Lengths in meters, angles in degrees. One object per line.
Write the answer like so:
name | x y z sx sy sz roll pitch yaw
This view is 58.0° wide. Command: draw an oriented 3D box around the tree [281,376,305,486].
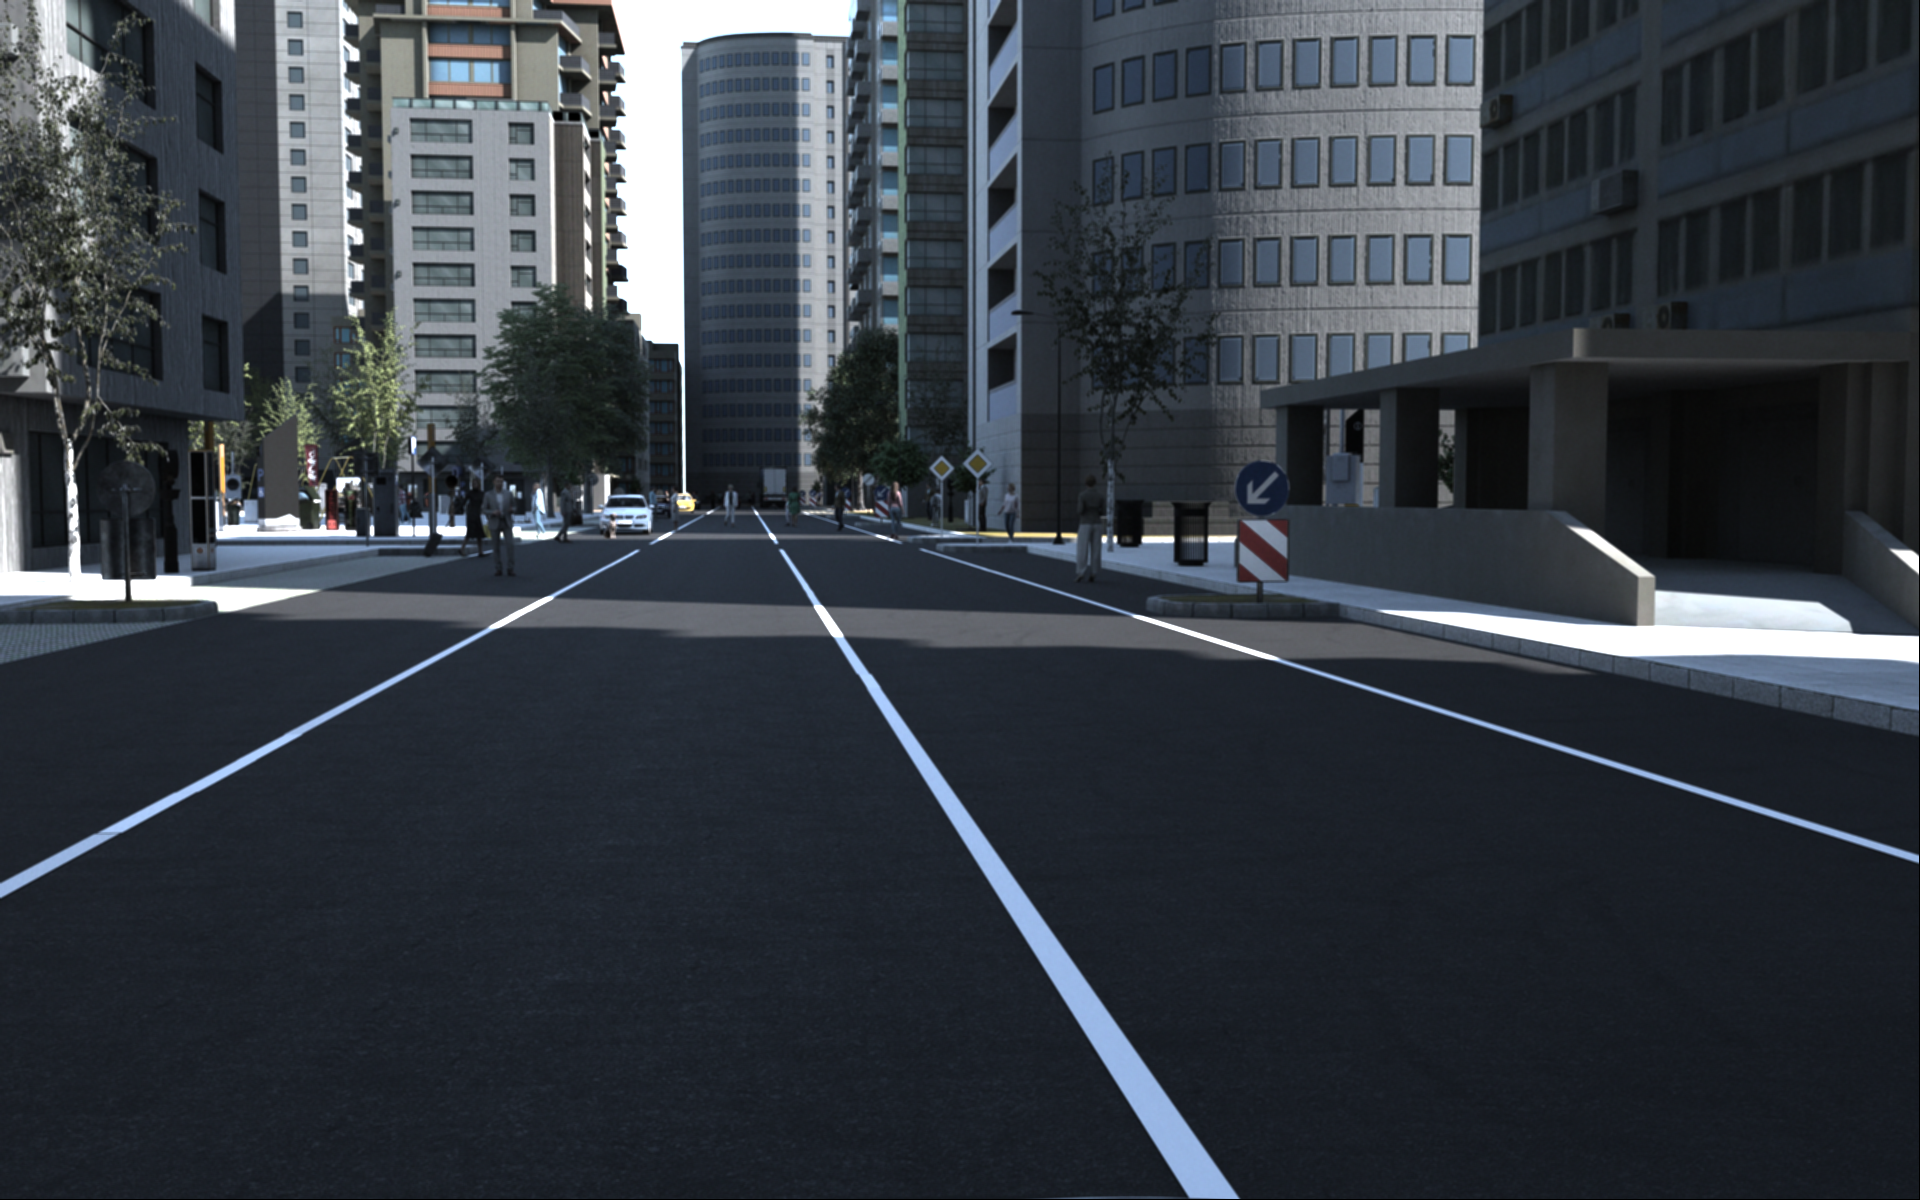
tree | -41.441 -9.636 107.906 4.737 8.622 4.395 0 3 0

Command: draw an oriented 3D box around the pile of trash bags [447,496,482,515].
pile of trash bags | -31.248 -5.938 106.836 3.447 1.369 1.912 -1 4 -15

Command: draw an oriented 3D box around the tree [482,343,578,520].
tree | -20.345 -8.176 84.039 4.360 8.622 3.978 0 3 0

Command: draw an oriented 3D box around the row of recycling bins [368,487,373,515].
row of recycling bins | -35.972 -5.982 104.923 1.069 1.692 3.534 2 4 30

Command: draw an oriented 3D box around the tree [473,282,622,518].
tree | -21.961 -10.669 92.565 7.486 12.596 7.792 0 3 0

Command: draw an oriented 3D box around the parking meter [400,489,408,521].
parking meter | -26.228 -4.479 81.645 0.372 1.533 0.369 0 3 0

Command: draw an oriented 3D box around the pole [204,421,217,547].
pole | -18.083 -2.931 41.762 0.158 3.312 0.155 0 3 0

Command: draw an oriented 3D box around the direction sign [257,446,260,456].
direction sign | -33.082 -5.546 82.674 0.876 3.537 0.379 -3 4 -39

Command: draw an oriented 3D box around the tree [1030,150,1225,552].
tree | 3.562 -5.375 38.248 4.360 8.622 3.978 0 3 0

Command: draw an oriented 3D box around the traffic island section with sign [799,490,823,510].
traffic island section with sign | -13.103 -8.816 152.766 1.989 1.847 2.006 0 4 -7

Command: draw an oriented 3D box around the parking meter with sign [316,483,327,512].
parking meter with sign | -44.642 -7.637 121.125 1.738 3.016 0.543 -3 5 -39

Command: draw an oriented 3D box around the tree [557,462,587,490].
tree | -23.383 -6.694 104.045 1.663 3.219 1.824 0 3 0

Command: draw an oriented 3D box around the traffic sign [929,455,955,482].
traffic sign | -0.524 -3.028 51.706 0.795 2.593 0.064 0 4 -7

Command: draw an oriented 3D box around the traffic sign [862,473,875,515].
traffic sign | -5.601 -6.485 106.138 0.768 2.556 0.104 0 4 -2

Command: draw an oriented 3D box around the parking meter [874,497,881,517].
parking meter | -4.640 -5.438 97.321 0.372 1.533 0.369 0 3 0

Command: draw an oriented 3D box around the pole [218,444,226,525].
pole | -30.246 -4.718 70.990 0.158 3.312 0.155 0 3 0

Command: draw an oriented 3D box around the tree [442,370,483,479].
tree | -28.824 -9.336 103.005 4.360 8.622 3.978 0 3 0

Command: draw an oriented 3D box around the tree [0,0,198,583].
tree | -12.785 -4.536 24.529 4.360 8.622 3.978 0 3 0

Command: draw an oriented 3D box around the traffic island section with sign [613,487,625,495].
traffic island section with sign | -19.952 -5.690 101.651 1.989 1.847 2.006 0 4 -7

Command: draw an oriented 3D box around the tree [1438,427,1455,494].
tree | 12.456 -2.953 42.888 1.663 3.219 1.824 0 3 0

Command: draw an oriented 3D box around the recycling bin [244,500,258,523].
recycling bin | -31.464 -3.965 77.382 0.722 1.027 0.722 1 4 18

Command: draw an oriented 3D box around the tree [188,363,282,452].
tree | -27.910 -6.874 62.757 4.737 8.622 4.395 0 3 0

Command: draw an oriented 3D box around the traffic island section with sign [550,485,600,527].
traffic island section with sign | -16.609 -4.054 74.903 1.989 1.847 2.006 0 4 -7

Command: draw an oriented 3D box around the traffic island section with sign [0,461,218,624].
traffic island section with sign | -9.750 -0.693 19.964 1.989 1.847 2.006 0 4 -7

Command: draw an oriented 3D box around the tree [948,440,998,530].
tree | 0.300 -4.097 61.580 1.663 3.219 1.824 0 3 0

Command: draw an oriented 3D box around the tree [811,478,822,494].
tree | -16.642 -12.757 203.182 1.663 3.219 1.824 0 3 0

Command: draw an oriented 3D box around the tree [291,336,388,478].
tree | -29.261 -8.048 81.945 4.360 8.622 3.978 0 3 0

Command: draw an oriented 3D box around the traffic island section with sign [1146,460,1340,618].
traffic island section with sign | 3.338 -0.759 21.037 1.989 1.847 2.006 0 4 -7

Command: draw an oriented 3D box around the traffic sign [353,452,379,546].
traffic sign | -14.536 -2.465 42.433 0.606 2.300 0.079 0 4 -5

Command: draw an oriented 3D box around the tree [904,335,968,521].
tree | -0.853 -8.008 81.289 4.360 8.622 3.978 0 3 0

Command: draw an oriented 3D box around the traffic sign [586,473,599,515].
traffic sign | -22.527 -6.482 106.091 0.768 2.556 0.104 0 4 -1

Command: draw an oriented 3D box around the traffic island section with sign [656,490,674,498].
traffic island section with sign | -26.122 -8.717 151.156 1.989 1.847 2.006 0 4 -7

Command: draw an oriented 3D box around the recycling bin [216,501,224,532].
recycling bin | -25.486 -2.832 58.857 0.722 1.027 0.722 -1 4 -8

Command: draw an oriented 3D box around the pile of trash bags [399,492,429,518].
pile of trash bags | -30.055 -5.150 93.952 1.912 1.369 3.447 -1 4 -13

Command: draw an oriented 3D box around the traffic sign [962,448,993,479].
traffic sign | 0.466 -2.544 43.782 0.795 2.593 0.064 0 4 -7

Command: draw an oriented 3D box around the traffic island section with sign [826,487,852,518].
traffic island section with sign | -7.040 -5.846 104.206 1.989 1.847 2.006 0 4 -7

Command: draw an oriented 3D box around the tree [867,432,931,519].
tree | -3.144 -6.560 90.971 4.285 4.588 4.351 0 3 0

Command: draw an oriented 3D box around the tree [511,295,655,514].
tree | -24.328 -12.602 112.706 9.857 13.997 8.962 0 3 0

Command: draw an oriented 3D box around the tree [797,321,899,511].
tree | -5.272 -12.103 114.895 9.611 12.733 9.660 0 3 0

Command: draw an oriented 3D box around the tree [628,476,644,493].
tree | -31.797 -10.770 170.692 1.663 3.219 1.824 0 3 0

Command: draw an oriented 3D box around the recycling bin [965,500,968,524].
recycling bin | 0.687 -3.799 74.660 0.722 1.027 0.722 3 4 36

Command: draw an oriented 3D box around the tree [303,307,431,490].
tree | -22.979 -7.219 68.395 4.737 8.622 4.395 0 3 0

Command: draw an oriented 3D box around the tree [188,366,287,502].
tree | -49.495 -11.230 118.020 8.767 10.594 7.601 0 3 0

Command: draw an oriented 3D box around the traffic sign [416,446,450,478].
traffic sign | -12.828 -2.444 42.149 0.795 2.593 0.064 0 4 -7

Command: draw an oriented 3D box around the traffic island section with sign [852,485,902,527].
traffic island section with sign | -3.649 -4.181 76.991 1.989 1.847 2.006 0 4 -7

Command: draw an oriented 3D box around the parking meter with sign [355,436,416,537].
parking meter with sign | -17.384 -3.434 52.400 1.738 3.016 0.543 0 4 -2

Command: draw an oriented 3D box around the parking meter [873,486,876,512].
parking meter | -5.989 -7.177 123.059 0.399 1.863 0.255 1 4 22

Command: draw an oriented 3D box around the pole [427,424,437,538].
pole | -15.324 -3.451 50.273 0.158 3.312 0.155 0 3 0
